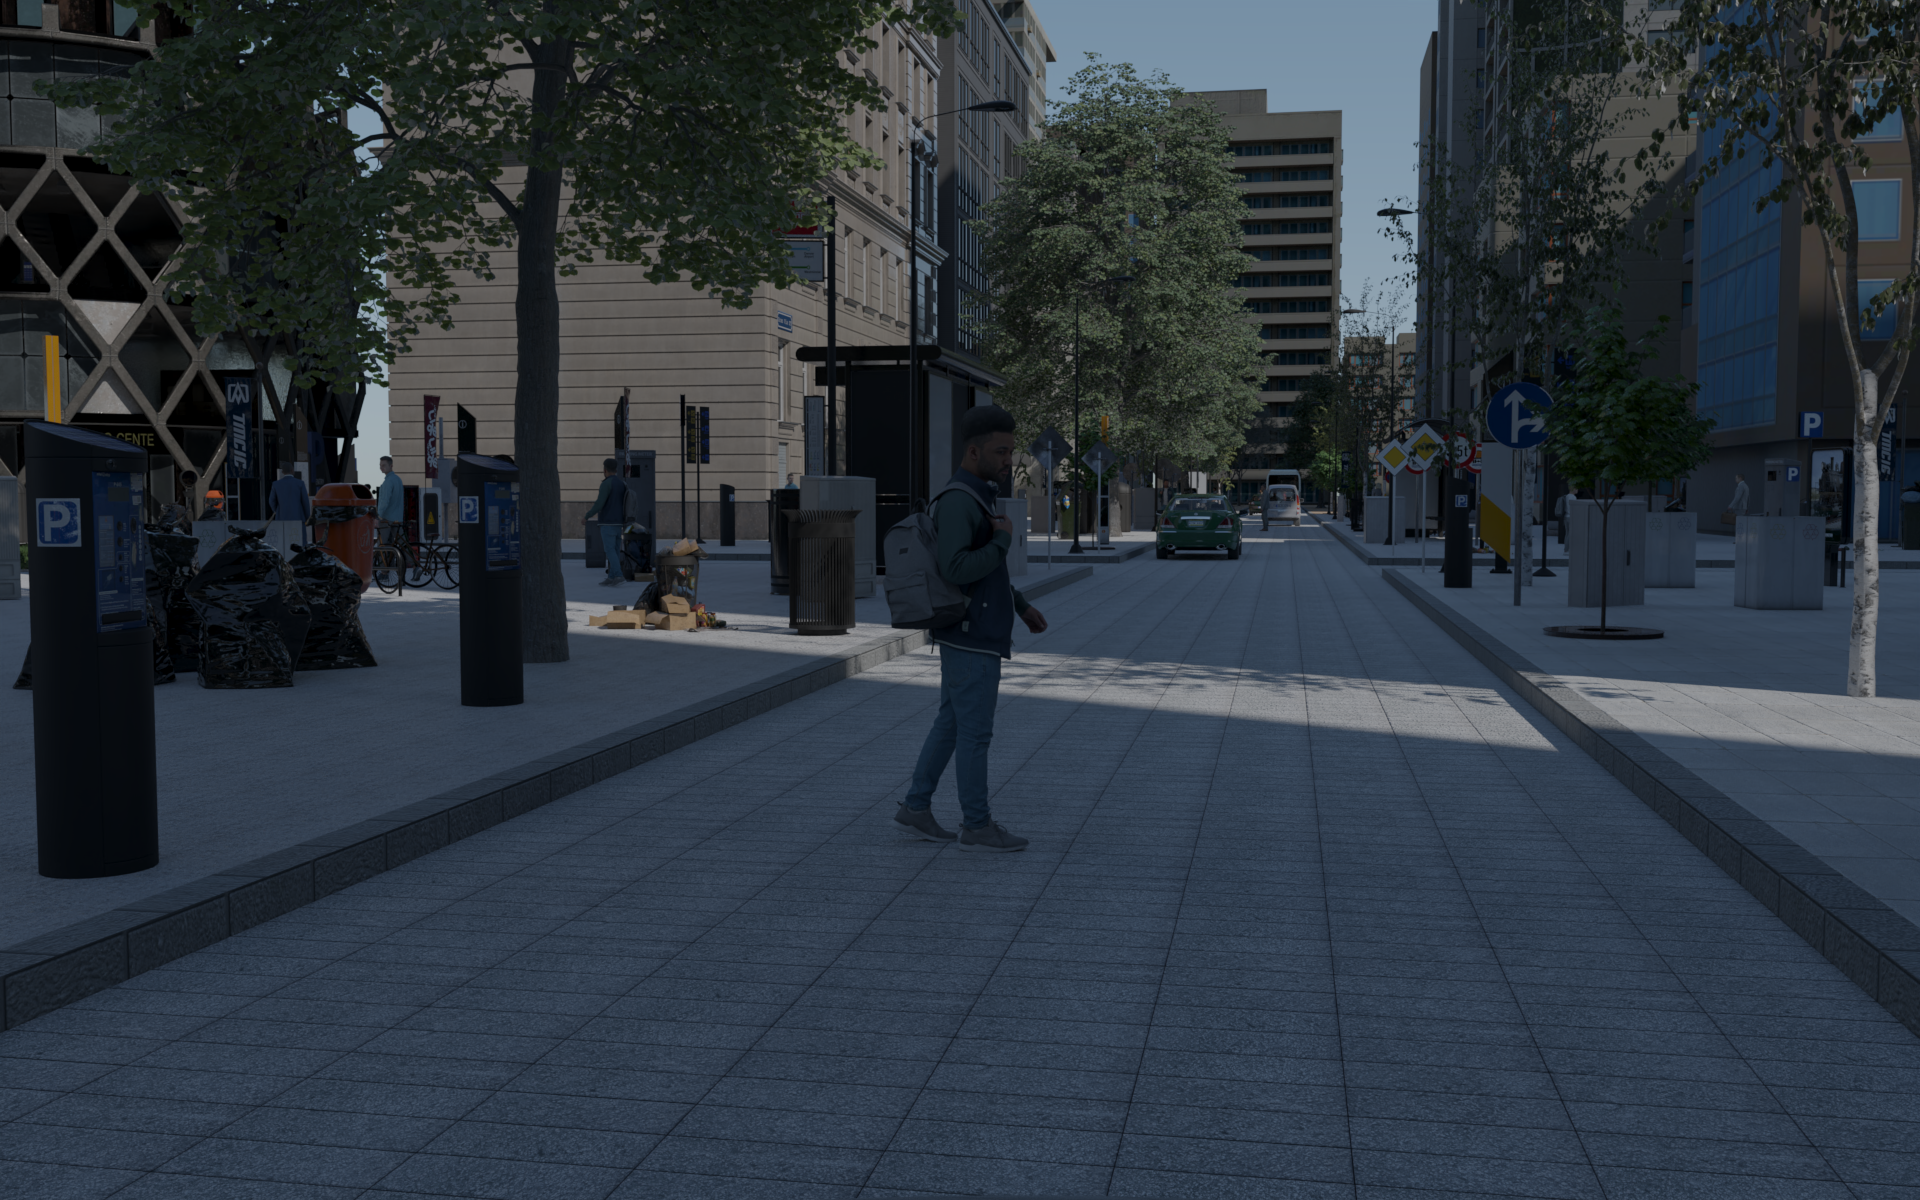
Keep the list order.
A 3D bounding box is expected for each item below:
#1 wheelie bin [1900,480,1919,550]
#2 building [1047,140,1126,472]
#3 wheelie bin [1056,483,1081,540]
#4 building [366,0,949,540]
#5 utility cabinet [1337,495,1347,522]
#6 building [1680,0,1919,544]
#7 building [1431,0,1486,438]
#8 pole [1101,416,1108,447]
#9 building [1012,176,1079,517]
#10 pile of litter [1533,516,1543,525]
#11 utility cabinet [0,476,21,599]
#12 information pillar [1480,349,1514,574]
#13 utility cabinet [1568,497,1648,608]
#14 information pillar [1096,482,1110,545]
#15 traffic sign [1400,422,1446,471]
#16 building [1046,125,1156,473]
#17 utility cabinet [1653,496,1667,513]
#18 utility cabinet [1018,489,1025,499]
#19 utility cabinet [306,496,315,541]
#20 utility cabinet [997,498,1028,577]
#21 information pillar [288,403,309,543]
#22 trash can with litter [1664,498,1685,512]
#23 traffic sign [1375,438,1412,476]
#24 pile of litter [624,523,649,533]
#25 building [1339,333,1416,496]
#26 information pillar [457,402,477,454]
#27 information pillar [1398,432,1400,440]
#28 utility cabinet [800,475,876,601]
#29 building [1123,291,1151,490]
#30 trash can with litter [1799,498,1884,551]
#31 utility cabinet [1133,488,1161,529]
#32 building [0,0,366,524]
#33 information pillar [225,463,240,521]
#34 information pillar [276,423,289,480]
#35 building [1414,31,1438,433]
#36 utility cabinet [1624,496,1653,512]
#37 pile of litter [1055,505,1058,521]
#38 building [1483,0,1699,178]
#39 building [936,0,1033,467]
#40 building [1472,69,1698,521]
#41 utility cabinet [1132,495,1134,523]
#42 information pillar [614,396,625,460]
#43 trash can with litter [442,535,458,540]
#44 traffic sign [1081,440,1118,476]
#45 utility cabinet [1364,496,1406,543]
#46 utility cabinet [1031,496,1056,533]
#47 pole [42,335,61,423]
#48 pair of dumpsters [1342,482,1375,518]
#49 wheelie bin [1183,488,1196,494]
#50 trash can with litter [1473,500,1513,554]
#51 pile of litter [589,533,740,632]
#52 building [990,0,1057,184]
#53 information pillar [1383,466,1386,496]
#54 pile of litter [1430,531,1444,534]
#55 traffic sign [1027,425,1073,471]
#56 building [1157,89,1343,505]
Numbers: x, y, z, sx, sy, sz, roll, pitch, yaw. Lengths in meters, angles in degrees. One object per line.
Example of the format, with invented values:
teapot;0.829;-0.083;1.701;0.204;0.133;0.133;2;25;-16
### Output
wheelie bin;21.945;-1.947;39.747;0.693;1.594;0.980;1;4;22
building;6.133;-22.808;144.618;14.160;30.474;14.107;1;4;11
wheelie bin;3.071;-2.502;48.808;0.693;1.594;0.980;0;4;-6
building;-8.655;-16.083;60.225;12.463;27.353;25.104;1;4;11
utility cabinet;17.711;-4.251;80.670;0.306;1.237;1.020;1;4;11
building;29.717;-24.383;48.766;14.200;45.320;14.600;1;4;11
building;50.057;-36.739;142.687;21.231;58.520;28.212;1;4;11
pole;3.786;-3.149;45.326;0.158;3.312;0.155;0;3;0
building;1.073;-15.288;104.714;10.420;20.320;16.860;1;4;11
pile of litter;23.446;-3.517;71.473;1.176;0.858;1.719;-1;4;-20
utility cabinet;-11.966;-0.741;20.786;1.173;1.500;0.318;-2;4;-33
information pillar;8.672;-2.237;27.925;0.504;3.616;0.183;1;4;22
utility cabinet;7.434;-0.533;19.874;1.020;1.237;0.306;-2;4;-32
information pillar;3.631;-2.412;43.935;0.304;2.012;0.304;0;4;-2
traffic sign;7.592;-1.593;28.236;0.795;2.593;0.064;1;4;11
building;16.442;-34.407;212.670;14.200;45.320;14.600;1;4;11
utility cabinet;27.369;-3.502;68.423;1.020;1.237;0.306;0;4;-6
utility cabinet;2.655;-4.029;74.560;0.318;1.500;1.173;0;4;0
utility cabinet;-17.739;-2.191;46.980;0.306;1.237;1.020;2;4;24
utility cabinet;0.758;-0.967;26.976;0.306;1.237;1.020;1;4;22
information pillar;-17.099;-3.277;44.939;0.183;3.616;0.504;1;4;14
trash can with litter;21.782;-2.576;53.497;1.055;1.170;0.624;1;4;14
traffic sign;9.064;-2.073;36.085;0.795;2.593;0.064;1;4;11
pile of litter;-4.599;-0.737;26.022;1.176;0.858;1.719;2;4;35
building;61.522;-22.392;211.153;28.899;21.520;27.650;1;4;11
information pillar;-12.571;-3.231;44.182;0.504;3.616;0.183;0;4;6
information pillar;16.669;-4.557;65.858;0.183;3.616;0.504;1;4;12
utility cabinet;-1.461;-0.754;21.001;0.318;1.500;1.173;2;4;31
building;3.093;-19.734;167.683;28.899;21.520;27.650;1;4;11
trash can with litter;19.703;-1.722;39.208;2.233;1.210;1.678;1;4;23
utility cabinet;6.885;-3.302;62.671;1.173;1.500;0.318;-1;4;-9
building;-30.899;-11.773;59.943;16.811;18.784;16.820;1;4;11
information pillar;-17.096;-2.217;40.733;0.304;2.012;0.304;-1;4;-22
information pillar;-22.508;-4.052;57.606;0.183;3.616;0.504;1;4;22
building;51.023;-31.458;164.444;14.600;45.320;14.200;1;4;11
utility cabinet;23.920;-3.068;61.318;0.306;1.237;1.020;-2;4;-25
pile of litter;5.027;-4.197;82.581;1.176;0.858;1.719;2;4;29
building;45.342;-41.592;118.275;20.563;71.187;20.611;1;4;11
building;-5.125;-17.811;84.724;14.314;27.812;24.014;1;4;11
building;40.508;-14.585;83.508;27.650;21.520;28.899;1;4;11
utility cabinet;7.866;-4.010;76.733;1.020;1.237;0.306;1;4;9
information pillar;-8.148;-3.067;41.507;0.183;3.616;0.504;-2;4;-31
trash can with litter;-14.703;-2.266;48.107;2.233;1.210;1.678;-1;4;-12
traffic sign;2.980;-2.144;37.243;0.795;2.593;0.064;1;4;11
utility cabinet;11.044;-2.072;45.045;1.020;1.237;0.306;0;4;0
utility cabinet;2.768;-2.839;57.585;0.306;1.237;1.020;-2;4;-34
pole;-11.724;-1.748;22.420;0.158;3.312;0.155;0;3;0
pair of dumpsters;21.560;-5.581;93.749;1.574;2.255;4.437;1;4;10
wheelie bin;11.697;-4.897;87.973;0.980;1.594;0.693;1;4;22
trash can with litter;11.604;-1.649;38.015;1.678;1.210;2.233;1;4;21
pile of litter;-2.877;-0.166;16.683;1.176;0.858;1.719;-3;4;-36
building;-6.700;-26.628;127.245;32.217;40.220;23.993;1;4;11
information pillar;25.277;-6.838;103.148;0.183;3.616;0.504;0;4;0
pile of litter;15.194;-2.587;56.259;1.719;0.858;1.176;3;5;41
traffic sign;1.507;-1.664;29.394;0.795;2.593;0.064;1;4;11
building;35.202;-35.923;211.041;21.600;48.544;21.300;1;4;11
